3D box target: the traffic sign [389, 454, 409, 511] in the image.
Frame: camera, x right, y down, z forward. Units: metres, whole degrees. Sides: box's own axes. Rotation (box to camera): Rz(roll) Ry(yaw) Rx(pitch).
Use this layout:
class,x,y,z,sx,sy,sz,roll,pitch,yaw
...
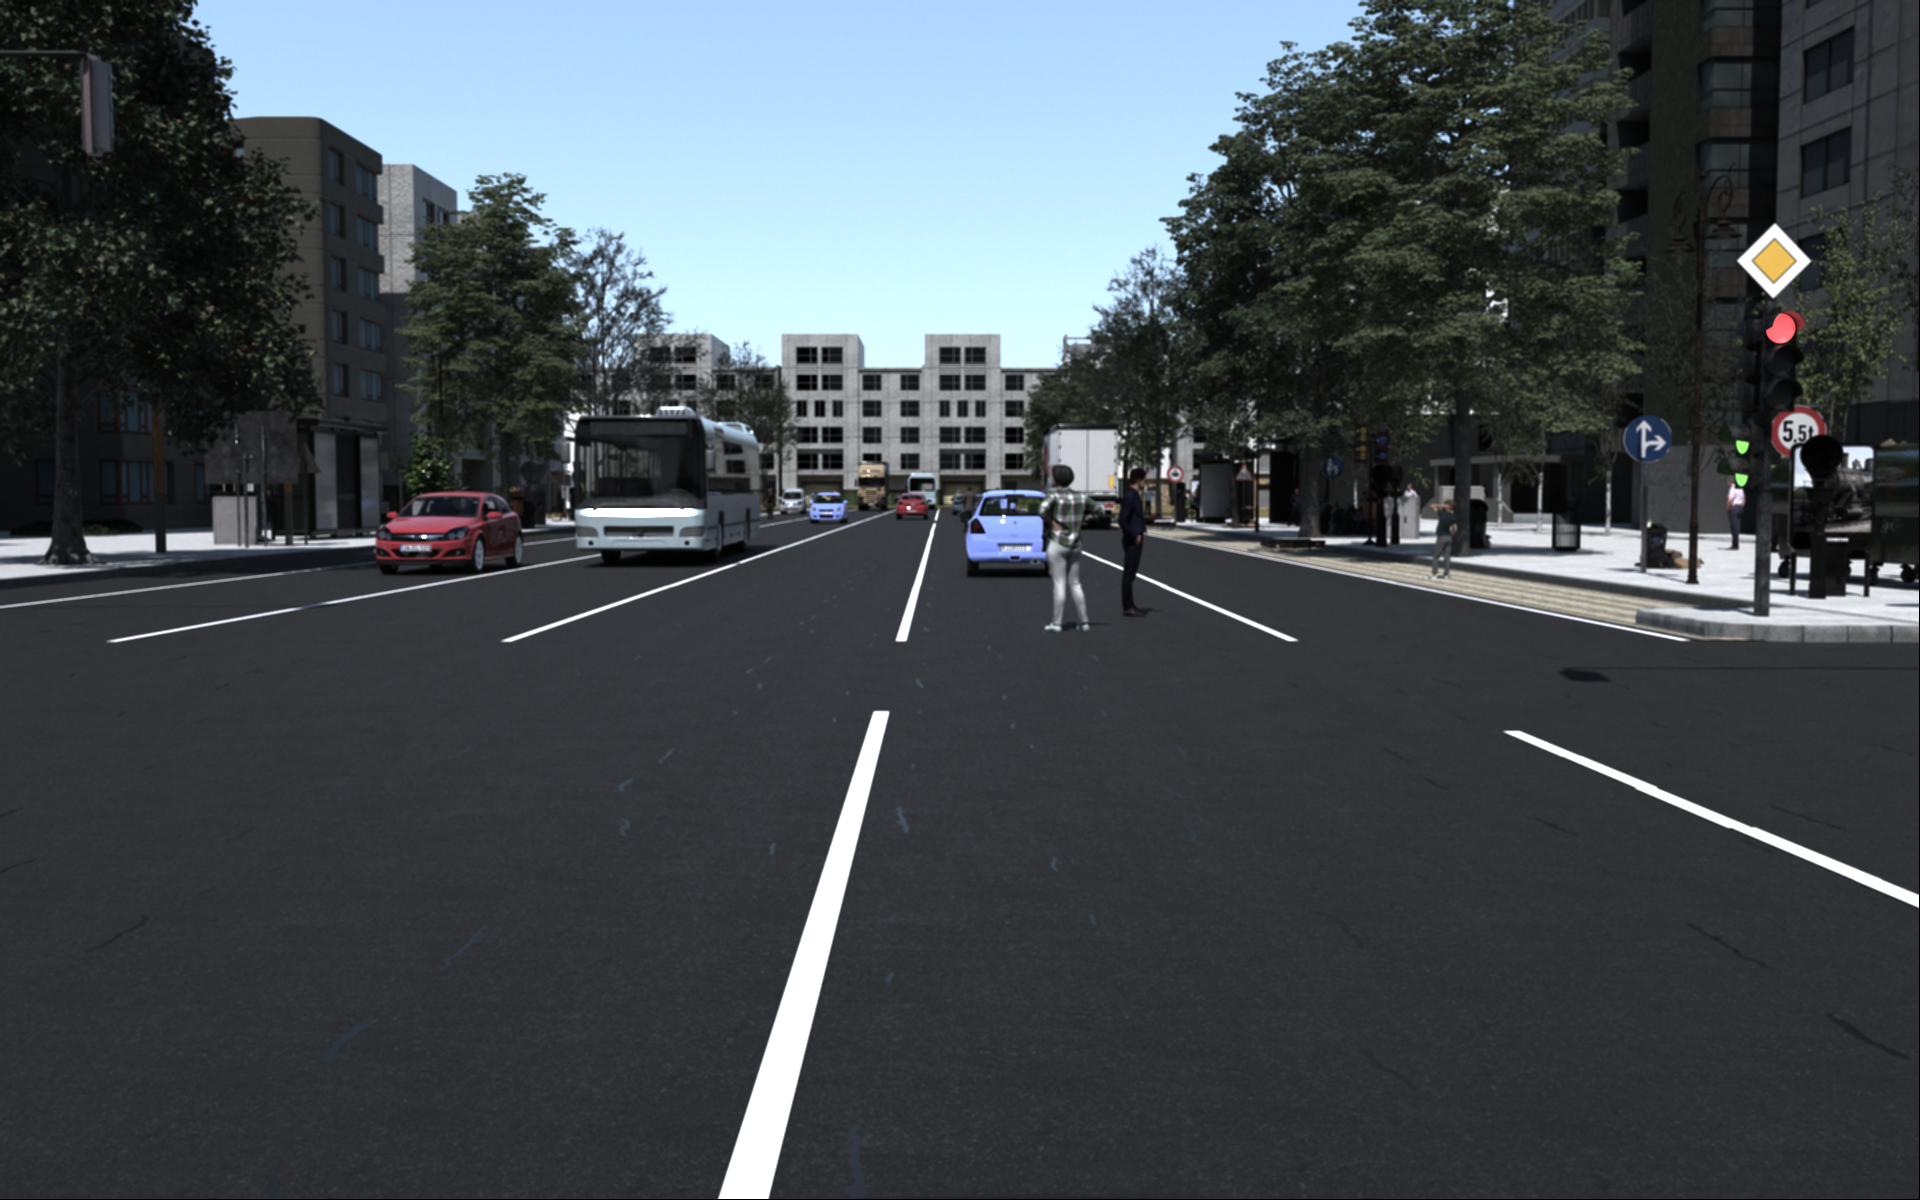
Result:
class,x,y,z,sx,sy,sz,roll,pitch,yaw
traffic sign,-17.841,-3.374,55.272,0.768,2.556,0.104,0,3,0

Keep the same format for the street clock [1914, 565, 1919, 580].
class,x,y,z,sx,sy,sz,roll,pitch,yaw
street clock,14.381,-1.298,25.796,0.358,2.002,0.471,-1,4,-15

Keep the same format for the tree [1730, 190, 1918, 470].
class,x,y,z,sx,sy,sz,roll,pitch,yaw
tree,21.509,-5.649,42.717,4.737,8.622,4.395,0,3,0

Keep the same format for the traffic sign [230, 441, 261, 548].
class,x,y,z,sx,sy,sz,roll,pitch,yaw
traffic sign,-17.044,-2.521,41.330,0.768,2.556,0.104,0,4,6

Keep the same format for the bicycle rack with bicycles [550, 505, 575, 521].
class,x,y,z,sx,sy,sz,roll,pitch,yaw
bicycle rack with bicycles,-17.792,-4.225,82.453,2.925,0.926,2.852,0,4,1

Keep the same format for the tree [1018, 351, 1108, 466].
class,x,y,z,sx,sy,sz,roll,pitch,yaw
tree,10.024,-15.216,155.432,9.857,13.997,8.962,0,3,0

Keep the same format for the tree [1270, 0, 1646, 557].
class,x,y,z,sx,sy,sz,roll,pitch,yaw
tree,9.838,-7.158,35.164,7.486,12.596,7.792,0,3,0

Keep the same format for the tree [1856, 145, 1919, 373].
class,x,y,z,sx,sy,sz,roll,pitch,yaw
tree,19.468,-5.065,33.174,4.360,8.622,3.978,0,3,0

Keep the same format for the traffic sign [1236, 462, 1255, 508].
class,x,y,z,sx,sy,sz,roll,pitch,yaw
traffic sign,11.564,-4.312,70.502,0.884,2.594,0.081,0,4,7

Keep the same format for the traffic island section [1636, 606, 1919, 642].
class,x,y,z,sx,sy,sz,roll,pitch,yaw
traffic island section,8.438,0.250,18.189,2.009,0.180,2.903,0,4,-1

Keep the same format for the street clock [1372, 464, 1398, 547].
class,x,y,z,sx,sy,sz,roll,pitch,yaw
street clock,10.212,-2.285,41.923,0.358,2.002,0.471,-2,4,-33

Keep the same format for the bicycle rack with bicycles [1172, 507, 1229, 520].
class,x,y,z,sx,sy,sz,roll,pitch,yaw
bicycle rack with bicycles,12.068,-4.481,86.645,2.925,0.926,2.852,1,4,12

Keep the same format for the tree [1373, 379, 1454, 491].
class,x,y,z,sx,sy,sz,roll,pitch,yaw
tree,19.845,-7.796,77.822,4.737,8.622,4.395,0,3,0

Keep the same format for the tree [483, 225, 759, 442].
class,x,y,z,sx,sy,sz,roll,pitch,yaw
tree,-16.379,-10.269,78.266,12.009,13.543,11.850,0,3,0

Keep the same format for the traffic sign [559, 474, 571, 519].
class,x,y,z,sx,sy,sz,roll,pitch,yaw
traffic sign,-20.164,-5.274,88.364,0.606,2.300,0.079,0,4,2

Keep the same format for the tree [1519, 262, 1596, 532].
class,x,y,z,sx,sy,sz,roll,pitch,yaw
tree,19.630,-6.271,52.900,4.360,8.622,3.978,0,3,0

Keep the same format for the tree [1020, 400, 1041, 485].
class,x,y,z,sx,sy,sz,roll,pitch,yaw
tree,9.568,-15.302,168.310,7.486,12.596,7.792,0,3,0

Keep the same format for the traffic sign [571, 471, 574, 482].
class,x,y,z,sx,sy,sz,roll,pitch,yaw
traffic sign,-19.324,-5.364,87.799,0.768,2.556,0.104,0,4,3

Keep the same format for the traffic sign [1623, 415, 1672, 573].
class,x,y,z,sx,sy,sz,roll,pitch,yaw
traffic sign,11.073,-1.705,27.985,0.768,2.556,0.104,0,4,2

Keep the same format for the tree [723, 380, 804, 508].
class,x,y,z,sx,sy,sz,roll,pitch,yaw
tree,-17.895,-14.209,158.079,9.928,11.665,9.643,0,3,0

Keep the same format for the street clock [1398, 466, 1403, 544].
class,x,y,z,sx,sy,sz,roll,pitch,yaw
street clock,11.182,-2.440,44.458,0.358,2.002,0.471,2,4,30

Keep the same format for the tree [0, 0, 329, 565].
class,x,y,z,sx,sy,sz,roll,pitch,yaw
tree,-16.095,-6.981,31.153,9.611,12.733,9.660,0,3,0

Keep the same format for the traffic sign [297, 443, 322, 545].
class,x,y,z,sx,sy,sz,roll,pitch,yaw
traffic sign,-16.613,-2.687,43.935,0.884,2.594,0.081,1,4,9

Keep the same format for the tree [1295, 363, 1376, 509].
class,x,y,z,sx,sy,sz,roll,pitch,yaw
tree,19.406,-8.593,90.866,4.360,8.622,3.978,0,3,0

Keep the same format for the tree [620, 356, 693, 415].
class,x,y,z,sx,sy,sz,roll,pitch,yaw
tree,-16.153,-8.650,91.793,4.360,8.622,3.978,0,3,0

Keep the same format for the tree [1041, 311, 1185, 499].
class,x,y,z,sx,sy,sz,roll,pitch,yaw
tree,10.535,-11.499,106.128,7.486,12.596,7.792,0,3,0

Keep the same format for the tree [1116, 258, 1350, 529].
class,x,y,z,sx,sy,sz,roll,pitch,yaw
tree,10.218,-7.939,64.209,8.767,10.594,7.601,0,4,-3

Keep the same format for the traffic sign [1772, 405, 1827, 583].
class,x,y,z,sx,sy,sz,roll,pitch,yaw
traffic sign,12.014,-1.517,24.908,0.768,2.556,0.104,1,4,9

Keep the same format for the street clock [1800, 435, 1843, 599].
class,x,y,z,sx,sy,sz,roll,pitch,yaw
street clock,10.527,-1.018,21.209,0.471,2.002,0.358,2,4,25

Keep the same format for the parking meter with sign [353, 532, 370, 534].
class,x,y,z,sx,sy,sz,roll,pitch,yaw
parking meter with sign,-19.852,-3.647,55.883,1.738,3.016,0.543,1,4,13

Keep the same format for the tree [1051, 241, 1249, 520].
class,x,y,z,sx,sy,sz,roll,pitch,yaw
tree,9.690,-10.689,85.137,12.009,13.543,11.850,0,3,0

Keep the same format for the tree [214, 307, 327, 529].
class,x,y,z,sx,sy,sz,roll,pitch,yaw
tree,-25.212,-6.860,62.520,4.360,8.622,3.978,0,3,0

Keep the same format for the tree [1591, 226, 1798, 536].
class,x,y,z,sx,sy,sz,roll,pitch,yaw
tree,20.421,-5.947,47.588,4.360,8.622,3.978,0,3,0

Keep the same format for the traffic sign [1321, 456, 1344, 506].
class,x,y,z,sx,sy,sz,roll,pitch,yaw
traffic sign,12.386,-3.519,57.634,0.768,2.556,0.104,0,4,3

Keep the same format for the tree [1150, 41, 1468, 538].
class,x,y,z,sx,sy,sz,roll,pitch,yaw
tree,10.330,-8.784,50.275,9.857,13.997,8.962,0,3,0

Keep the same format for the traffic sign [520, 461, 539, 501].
class,x,y,z,sx,sy,sz,roll,pitch,yaw
traffic sign,-16.752,-4.118,67.439,0.768,2.556,0.104,0,4,4

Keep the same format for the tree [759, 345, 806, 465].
class,x,y,z,sx,sy,sz,roll,pitch,yaw
tree,-17.387,-13.820,136.329,12.009,13.543,11.850,0,3,0

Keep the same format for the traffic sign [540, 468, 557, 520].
class,x,y,z,sx,sy,sz,roll,pitch,yaw
traffic sign,-20.618,-5.305,86.734,0.884,2.594,0.081,0,3,0

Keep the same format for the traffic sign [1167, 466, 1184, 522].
class,x,y,z,sx,sy,sz,roll,pitch,yaw
traffic sign,9.649,-4.742,77.634,0.768,2.556,0.104,0,4,7

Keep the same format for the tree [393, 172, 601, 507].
class,x,y,z,sx,sy,sz,roll,pitch,yaw
tree,-16.430,-8.763,61.408,7.486,12.596,7.792,0,3,0

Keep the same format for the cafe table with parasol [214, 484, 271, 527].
class,x,y,z,sx,sy,sz,roll,pitch,yaw
cafe table with parasol,-27.553,-3.821,67.346,2.610,1.966,2.610,-1,4,-16

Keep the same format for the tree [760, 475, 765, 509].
class,x,y,z,sx,sy,sz,roll,pitch,yaw
tree,-17.655,-9.529,150.404,1.663,3.219,1.824,0,3,0

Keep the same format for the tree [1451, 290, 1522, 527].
class,x,y,z,sx,sy,sz,roll,pitch,yaw
tree,19.497,-6.626,58.704,4.360,8.622,3.978,0,3,0

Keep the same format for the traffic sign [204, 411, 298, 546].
class,x,y,z,sx,sy,sz,roll,pitch,yaw
traffic sign,-17.323,-2.963,42.315,2.265,3.308,0.079,0,3,0
